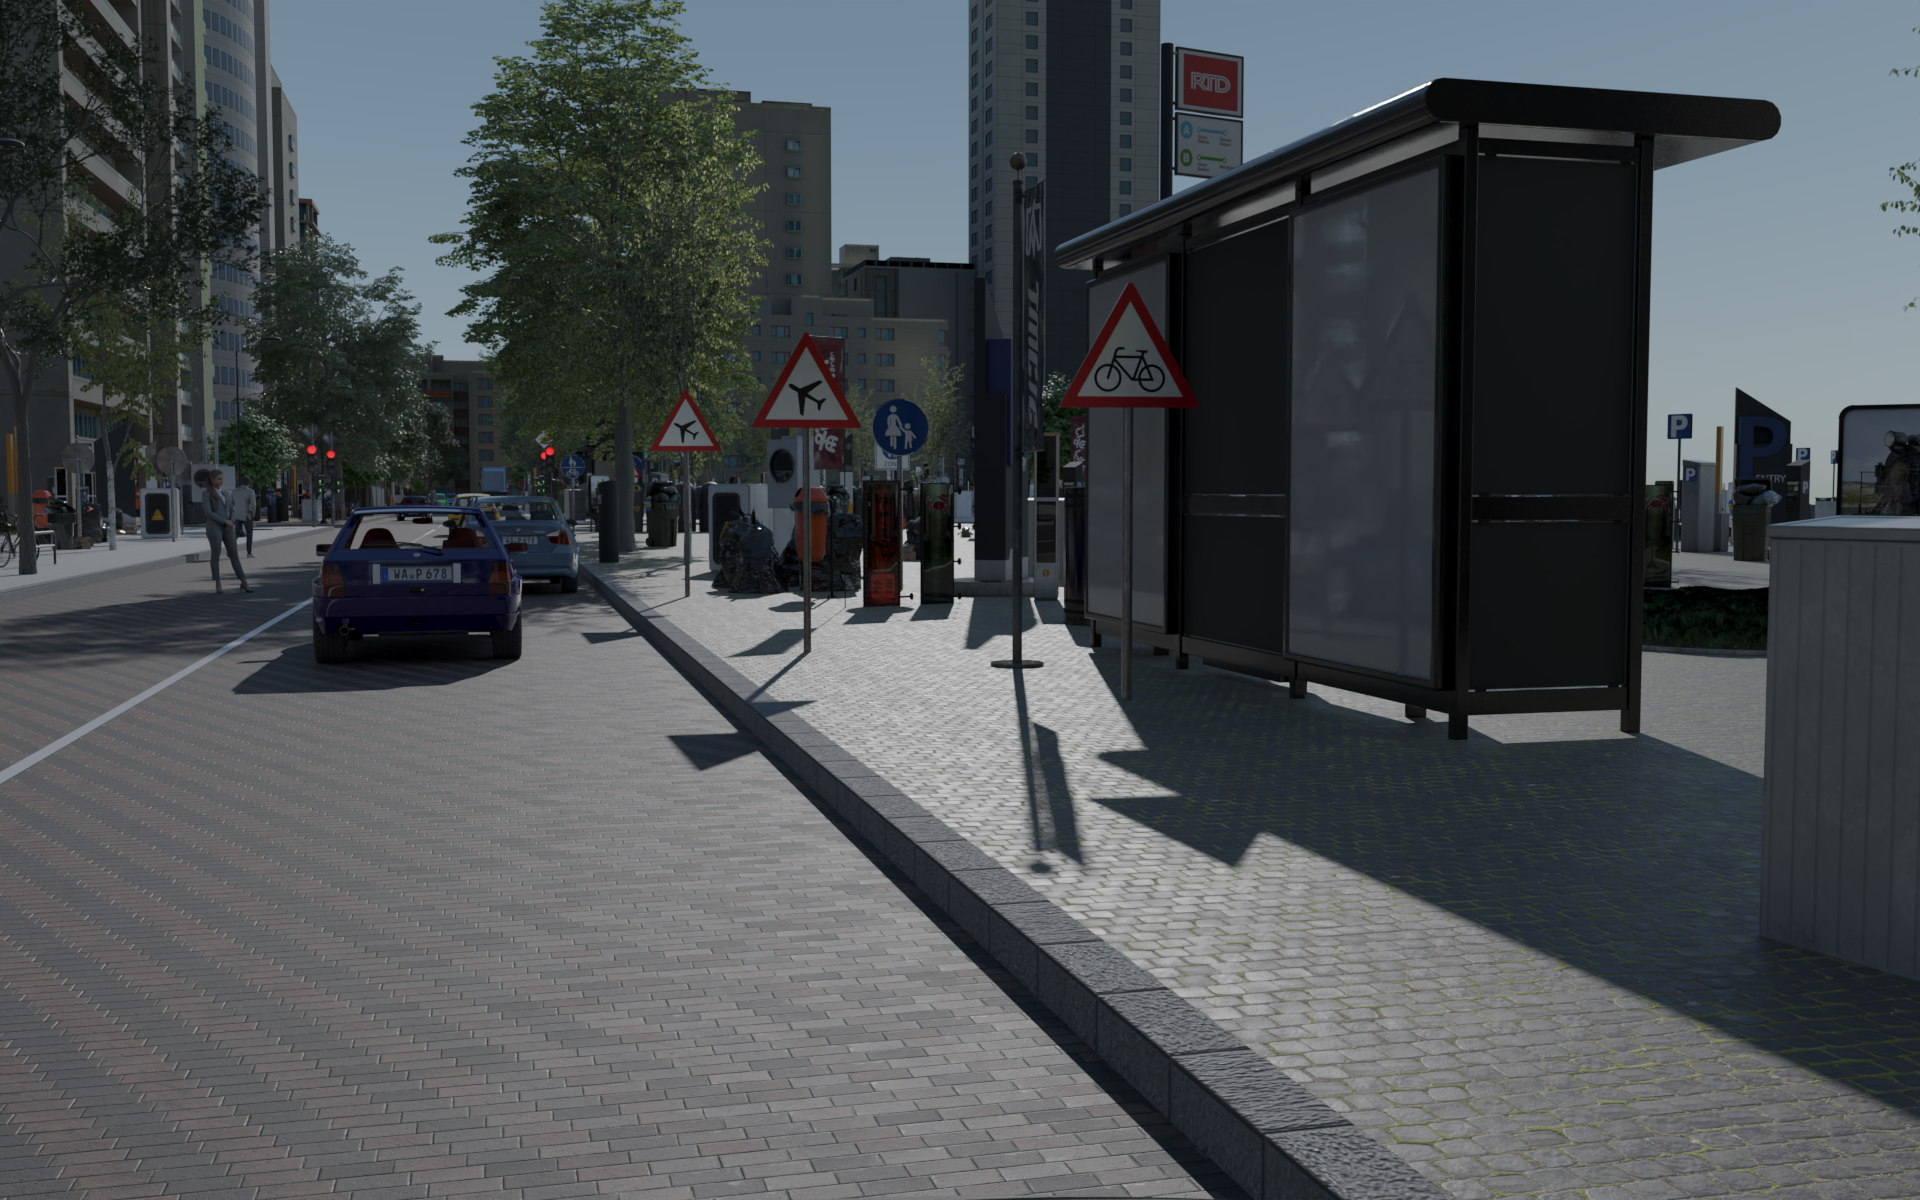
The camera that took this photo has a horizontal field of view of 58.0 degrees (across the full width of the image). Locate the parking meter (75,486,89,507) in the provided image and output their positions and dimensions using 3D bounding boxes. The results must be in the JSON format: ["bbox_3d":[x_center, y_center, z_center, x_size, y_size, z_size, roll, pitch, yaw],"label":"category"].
[{"bbox_3d":[-27.034,-2.749,53.363,0.372,1.533,0.369,0,3,0],"label":"parking meter"}]

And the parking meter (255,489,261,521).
[{"bbox_3d":[-33.586,-4.540,82.634,0.372,1.533,0.369,0,3,0],"label":"parking meter"}]

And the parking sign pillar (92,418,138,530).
[{"bbox_3d":[-29.660,-4.417,60.688,1.447,3.967,1.447,-3,5,-43],"label":"parking sign pillar"}]

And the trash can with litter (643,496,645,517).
[{"bbox_3d":[-17.781,-5.151,95.605,0.624,1.170,1.055,2,4,29],"label":"trash can with litter"}]

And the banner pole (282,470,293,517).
[{"bbox_3d":[-37.508,-6.522,96.650,0.401,3.779,0.863,2,4,24],"label":"banner pole"}]

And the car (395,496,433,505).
[{"bbox_3d":[-29.525,-4.966,93.780,1.945,1.354,3.894,-1,4,-14],"label":"car"}]

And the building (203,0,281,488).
[{"bbox_3d":[-73.953,-37.436,154.078,21.231,58.520,28.212,-1,4,-15],"label":"building"}]

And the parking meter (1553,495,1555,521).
[{"bbox_3d":[24.073,-3.912,69.679,0.255,1.863,0.399,-2,4,-27],"label":"parking meter"}]

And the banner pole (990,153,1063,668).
[{"bbox_3d":[0.485,-1.381,12.591,0.401,3.779,0.863,-1,4,-15],"label":"banner pole"}]

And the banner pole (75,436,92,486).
[{"bbox_3d":[-37.651,-5.160,74.382,0.863,3.779,0.401,-3,5,-44],"label":"banner pole"}]

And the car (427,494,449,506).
[{"bbox_3d":[-42.993,-8.162,142.250,1.959,1.807,4.718,-1,4,-13],"label":"car"}]

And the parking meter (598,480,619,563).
[{"bbox_3d":[-6.576,-1.468,32.408,0.372,1.533,0.369,0,3,0],"label":"parking meter"}]

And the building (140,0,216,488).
[{"bbox_3d":[-61.119,-26.772,121.319,14.154,41.232,14.086,-1,4,-15],"label":"building"}]

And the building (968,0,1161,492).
[{"bbox_3d":[11.384,-47.477,214.505,20.611,71.187,20.563,-1,4,-15],"label":"building"}]

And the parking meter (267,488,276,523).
[{"bbox_3d":[-30.452,-4.171,76.599,0.372,1.533,0.369,0,3,0],"label":"parking meter"}]

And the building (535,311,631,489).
[{"bbox_3d":[-54.921,-29.418,252.686,14.107,30.474,14.160,-1,4,-15],"label":"building"}]

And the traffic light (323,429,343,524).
[{"bbox_3d":[-26.994,-5.235,74.509,0.839,4.253,0.868,-1,4,-15],"label":"traffic light"}]

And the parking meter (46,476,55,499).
[{"bbox_3d":[-26.999,-2.810,51.649,0.399,1.863,0.255,-3,5,-40],"label":"parking meter"}]

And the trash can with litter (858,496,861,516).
[{"bbox_3d":[-4.065,-4.256,80.648,2.233,1.210,1.678,-1,4,-20],"label":"trash can with litter"}]

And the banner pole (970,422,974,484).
[{"bbox_3d":[0.729,-2.940,38.083,0.401,3.779,0.863,3,5,44],"label":"banner pole"}]

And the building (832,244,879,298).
[{"bbox_3d":[-15.530,-35.518,272.595,23.993,40.220,32.217,-1,4,-15],"label":"building"}]

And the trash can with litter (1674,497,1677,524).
[{"bbox_3d":[23.964,-2.919,59.107,1.055,1.170,0.624,3,4,37],"label":"trash can with litter"}]

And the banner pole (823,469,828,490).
[{"bbox_3d":[-6.975,-6.108,89.884,0.401,3.779,0.863,1,4,18],"label":"banner pole"}]

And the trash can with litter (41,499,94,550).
[{"bbox_3d":[-20.624,-1.753,40.042,0.624,1.170,1.055,1,4,15],"label":"trash can with litter"}]

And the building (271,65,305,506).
[{"bbox_3d":[-84.349,-34.588,189.221,21.600,48.544,21.300,-1,4,-15],"label":"building"}]

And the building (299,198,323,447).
[{"bbox_3d":[-105.312,-36.035,243.792,28.867,44.769,22.147,-1,4,-15],"label":"building"}]

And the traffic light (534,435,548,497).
[{"bbox_3d":[-18.437,-5.375,76.805,0.839,4.253,0.868,-1,4,-15],"label":"traffic light"}]

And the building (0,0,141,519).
[{"bbox_3d":[-56.387,-28.559,90.634,21.300,48.544,21.600,-1,4,-15],"label":"building"}]

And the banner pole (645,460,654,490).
[{"bbox_3d":[-20.859,-7.721,116.258,0.863,3.779,0.401,1,4,20],"label":"banner pole"}]

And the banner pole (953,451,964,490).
[{"bbox_3d":[-0.089,-6.813,101.410,0.863,3.779,0.401,0,4,-3],"label":"banner pole"}]

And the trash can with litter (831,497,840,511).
[{"bbox_3d":[-4.905,-2.585,53.321,1.678,1.210,2.233,2,4,26],"label":"trash can with litter"}]

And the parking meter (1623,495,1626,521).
[{"bbox_3d":[15.891,-2.006,41.211,0.372,1.533,0.369,0,3,0],"label":"parking meter"}]

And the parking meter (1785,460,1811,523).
[{"bbox_3d":[14.245,-1.454,29.482,0.399,1.863,0.255,-3,4,-37],"label":"parking meter"}]

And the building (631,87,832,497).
[{"bbox_3d":[-27.315,-35.541,204.789,21.300,48.544,21.600,-1,4,-15],"label":"building"}]

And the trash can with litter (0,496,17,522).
[{"bbox_3d":[-43.862,-4.180,79.403,2.233,1.210,1.678,1,4,10],"label":"trash can with litter"}]

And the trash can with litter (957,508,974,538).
[{"bbox_3d":[0.463,-2.435,51.207,1.055,1.170,0.624,-1,4,-9],"label":"trash can with litter"}]

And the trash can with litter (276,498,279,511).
[{"bbox_3d":[-32.368,-4.338,82.316,0.624,1.170,1.055,-3,5,-40],"label":"trash can with litter"}]

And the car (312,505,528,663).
[{"bbox_3d":[-5.016,-0.220,16.171,1.945,1.354,3.894,-1,4,-16],"label":"car"}]

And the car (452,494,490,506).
[{"bbox_3d":[-16.973,-3.069,60.406,2.015,1.641,3.980,-1,4,-17],"label":"car"}]

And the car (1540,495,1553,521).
[{"bbox_3d":[29.881,-4.554,86.465,4.499,1.417,2.014,-1,4,-17],"label":"car"}]

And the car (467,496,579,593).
[{"bbox_3d":[-6.762,-0.866,26.158,2.014,1.417,4.499,-1,4,-17],"label":"car"}]

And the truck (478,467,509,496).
[{"bbox_3d":[-45.189,-10.925,168.384,2.967,4.110,18.799,-1,4,-16],"label":"truck"}]

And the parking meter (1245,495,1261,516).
[{"bbox_3d":[6.660,-2.056,39.330,0.255,1.863,0.399,-1,4,-16],"label":"parking meter"}]

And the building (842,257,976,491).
[{"bbox_3d":[-6.505,-27.141,215.459,14.107,30.474,14.160,-1,4,-15],"label":"building"}]

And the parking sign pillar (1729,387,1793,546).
[{"bbox_3d":[20.125,-3.362,43.433,1.447,3.967,1.447,1,4,15],"label":"parking sign pillar"}]

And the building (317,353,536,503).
[{"bbox_3d":[-77.590,-25.044,254.504,28.899,21.520,27.650,-1,4,-15],"label":"building"}]

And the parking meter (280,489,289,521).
[{"bbox_3d":[-31.726,-4.460,81.329,0.372,1.533,0.369,0,3,0],"label":"parking meter"}]

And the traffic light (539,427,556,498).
[{"bbox_3d":[-16.373,-4.903,69.090,0.839,4.253,0.868,-1,4,-15],"label":"traffic light"}]

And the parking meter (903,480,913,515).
[{"bbox_3d":[-2.158,-4.065,72.169,0.255,1.863,0.399,-3,5,-43],"label":"parking meter"}]

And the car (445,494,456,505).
[{"bbox_3d":[-59.051,-11.706,200.987,1.945,1.707,3.694,-1,4,-13],"label":"car"}]

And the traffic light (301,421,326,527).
[{"bbox_3d":[-24.931,-4.763,66.794,0.839,4.253,0.868,-1,4,-15],"label":"traffic light"}]

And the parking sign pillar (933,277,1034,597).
[{"bbox_3d":[0.540,-2.063,22.207,1.447,3.967,1.447,1,4,15],"label":"parking sign pillar"}]

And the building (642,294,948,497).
[{"bbox_3d":[-18.266,-20.605,181.929,27.650,21.520,28.899,-1,4,-15],"label":"building"}]

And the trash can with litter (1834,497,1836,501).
[{"bbox_3d":[42.268,-4.458,83.940,1.678,1.210,2.233,-3,5,-39],"label":"trash can with litter"}]

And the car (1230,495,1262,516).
[{"bbox_3d":[13.299,-4.119,79.707,4.827,1.381,2.083,-1,4,-16],"label":"car"}]

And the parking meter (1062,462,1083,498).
[{"bbox_3d":[2.030,-1.563,31.266,0.255,1.863,0.399,2,4,28],"label":"parking meter"}]

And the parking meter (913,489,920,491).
[{"bbox_3d":[-2.102,-4.616,83.874,0.372,1.533,0.369,0,3,0],"label":"parking meter"}]

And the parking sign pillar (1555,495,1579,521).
[{"bbox_3d":[21.576,-4.429,60.893,1.447,3.967,1.447,-2,4,-25],"label":"parking sign pillar"}]
